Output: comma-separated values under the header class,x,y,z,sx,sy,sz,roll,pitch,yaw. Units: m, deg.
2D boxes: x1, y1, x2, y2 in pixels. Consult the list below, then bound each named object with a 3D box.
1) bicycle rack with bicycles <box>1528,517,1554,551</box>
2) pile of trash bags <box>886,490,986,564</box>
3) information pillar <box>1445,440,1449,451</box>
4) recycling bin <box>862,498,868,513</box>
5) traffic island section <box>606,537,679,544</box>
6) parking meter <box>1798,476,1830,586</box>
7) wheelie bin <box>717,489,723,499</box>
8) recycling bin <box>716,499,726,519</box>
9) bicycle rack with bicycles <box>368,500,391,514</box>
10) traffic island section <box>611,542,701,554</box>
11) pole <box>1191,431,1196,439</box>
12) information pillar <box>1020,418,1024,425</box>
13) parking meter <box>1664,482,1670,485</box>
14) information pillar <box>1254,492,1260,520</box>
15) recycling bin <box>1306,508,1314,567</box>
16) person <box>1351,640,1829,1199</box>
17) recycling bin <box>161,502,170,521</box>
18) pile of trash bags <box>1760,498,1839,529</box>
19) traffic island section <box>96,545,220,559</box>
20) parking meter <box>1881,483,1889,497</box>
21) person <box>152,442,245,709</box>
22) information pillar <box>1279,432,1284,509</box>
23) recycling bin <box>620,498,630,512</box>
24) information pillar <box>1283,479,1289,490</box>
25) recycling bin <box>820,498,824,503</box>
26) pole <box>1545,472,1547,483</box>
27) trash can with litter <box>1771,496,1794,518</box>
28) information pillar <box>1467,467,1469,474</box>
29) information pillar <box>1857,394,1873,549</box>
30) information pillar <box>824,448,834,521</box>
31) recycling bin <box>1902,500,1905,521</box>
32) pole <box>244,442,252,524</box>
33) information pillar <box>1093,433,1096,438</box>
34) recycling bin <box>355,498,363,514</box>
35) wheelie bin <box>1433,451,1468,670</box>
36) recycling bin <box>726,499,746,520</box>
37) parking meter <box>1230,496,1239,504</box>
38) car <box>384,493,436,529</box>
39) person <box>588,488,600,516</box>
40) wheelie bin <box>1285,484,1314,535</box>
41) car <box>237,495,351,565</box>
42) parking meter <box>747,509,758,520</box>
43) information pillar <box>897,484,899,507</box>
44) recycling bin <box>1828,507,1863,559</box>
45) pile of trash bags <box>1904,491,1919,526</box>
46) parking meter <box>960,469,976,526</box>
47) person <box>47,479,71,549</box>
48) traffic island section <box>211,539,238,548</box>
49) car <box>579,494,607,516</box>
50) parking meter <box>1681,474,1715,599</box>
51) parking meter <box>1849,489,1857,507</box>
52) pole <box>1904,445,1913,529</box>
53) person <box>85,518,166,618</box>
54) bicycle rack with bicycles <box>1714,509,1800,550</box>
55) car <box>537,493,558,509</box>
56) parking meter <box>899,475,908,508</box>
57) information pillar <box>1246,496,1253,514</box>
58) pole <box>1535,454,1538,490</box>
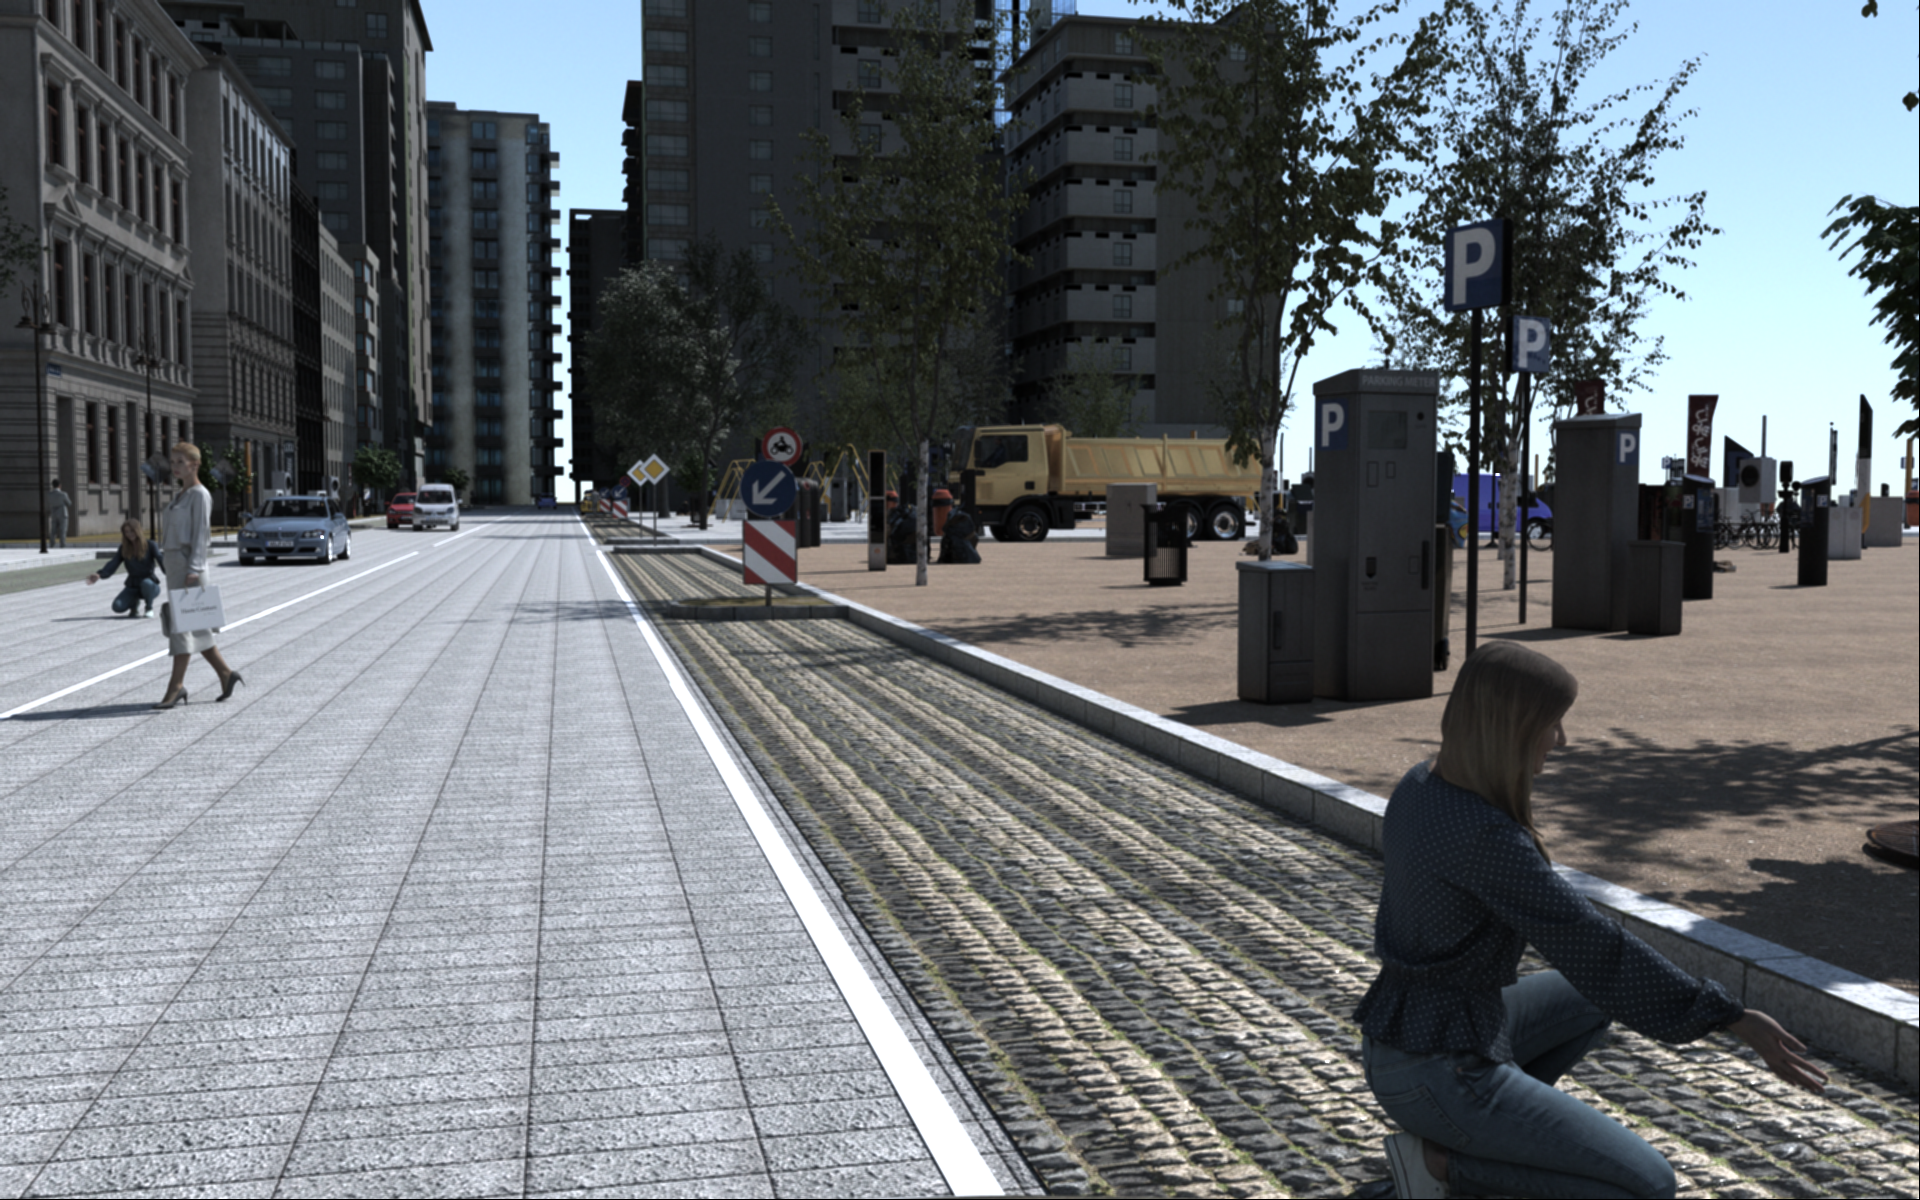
class,x,y,z,sx,sy,sz,roll,pitch,yaw
bicycle rack with bicycles,14.678,-1.573,39.095,2.925,0.926,2.852,3,5,41
pile of trash bags,-0.480,-1.436,33.233,1.912,1.369,3.447,0,4,4
information pillar,21.144,-5.120,75.068,0.183,3.616,0.504,3,5,45
recycling bin,-6.319,-6.517,119.106,0.722,1.027,0.722,-2,4,-28
traffic island section,-9.218,-1.706,50.169,2.009,0.180,2.903,-1,4,-13
parking meter,11.994,-0.974,24.329,0.372,1.533,0.369,0,3,0
wheelie bin,-15.798,-6.366,111.994,0.980,1.594,0.693,2,4,31
recycling bin,-11.968,-4.633,88.307,0.722,1.027,0.722,2,4,31
bicycle rack with bicycles,-38.059,-6.141,113.780,2.852,0.926,2.925,-1,4,-17
traffic island section,-7.439,-1.230,42.384,2.009,0.180,2.903,-1,4,-13
pole,7.510,-3.787,55.768,0.158,3.312,0.155,0,3,0
information pillar,1.925,-3.806,53.576,0.183,3.616,0.504,1,4,10
parking meter,34.541,-4.818,84.485,0.255,1.863,0.399,-2,4,-28
information pillar,14.860,-5.015,86.484,0.304,2.012,0.304,1,4,22
recycling bin,5.636,-0.809,25.787,0.722,1.027,0.722,3,5,39
person,1.150,0.643,3.485,0.738,1.151,1.012,0,4,3
recycling bin,-24.994,-2.620,55.390,0.722,1.027,0.722,1,4,16
pile of trash bags,30.726,-3.294,63.617,1.912,1.369,3.447,-1,4,-20
traffic island section,-18.448,-1.077,39.883,2.009,0.180,2.903,-1,4,-13
parking meter,50.986,-5.491,95.489,0.399,1.863,0.255,-2,4,-33
person,-5.174,-0.176,11.735,0.624,1.780,0.694,-2,4,-31
information pillar,12.162,-4.536,65.523,0.183,3.616,0.504,1,4,15
recycling bin,-23.664,-6.712,122.297,0.722,1.027,0.722,-1,4,-11
information pillar,16.346,-5.036,86.838,0.304,2.012,0.304,1,4,9
recycling bin,-8.648,-5.804,107.447,0.722,1.027,0.722,-1,4,-10
pole,46.169,-8.724,136.483,0.158,3.312,0.155,0,3,0
trash can with litter,45.015,-5.126,94.864,1.678,1.210,2.233,-3,5,-43
information pillar,38.039,-8.425,129.103,0.504,3.616,0.183,0,4,-5
information pillar,21.079,-2.999,40.383,0.183,3.616,0.504,0,4,2
information pillar,-6.194,-5.557,82.208,0.504,3.616,0.183,0,4,2
recycling bin,42.636,-3.975,77.553,0.722,1.027,0.722,-1,4,-13
pole,-27.718,-4.503,67.459,0.158,3.312,0.155,0,3,0
information pillar,5.253,-4.636,67.156,0.183,3.616,0.504,1,4,16
recycling bin,-37.805,-5.905,109.105,0.722,1.027,0.722,-3,4,-36
wheelie bin,3.308,-0.306,12.904,0.980,1.594,0.693,1,4,21
recycling bin,-10.886,-4.415,84.744,0.722,1.027,0.722,-1,4,-19
parking meter,12.056,-4.140,76.100,0.372,1.533,0.369,0,3,0
car,-22.918,-3.877,72.423,2.155,1.783,4.494,-1,4,-14
person,-22.889,-6.104,108.422,0.709,1.813,0.853,-3,5,-40
wheelie bin,10.662,-2.845,54.430,0.980,1.594,0.693,-1,4,-18
car,-13.965,-1.499,36.503,2.014,1.417,4.499,-1,4,-12
parking meter,-6.822,-3.135,56.973,0.399,1.863,0.255,-1,4,-22
information pillar,-3.690,-6.322,107.863,0.304,2.012,0.304,3,5,43
recycling bin,17.334,-1.330,34.295,0.722,1.027,0.722,0,4,1
pile of trash bags,26.052,-2.175,45.319,3.447,1.369,1.912,-1,4,-23
parking meter,0.179,-2.144,40.762,0.255,1.863,0.399,-2,4,-25
person,-21.903,-2.047,42.157,0.511,1.800,0.466,-1,4,-8
traffic island section,-20.227,-1.553,47.668,2.009,0.180,2.903,-1,4,-13
car,-24.626,-6.499,116.488,2.015,1.641,3.980,-1,4,-11
parking meter,9.043,-0.784,21.236,0.372,1.533,0.369,0,3,0
parking meter,46.502,-4.999,90.138,0.372,1.533,0.369,0,3,0
pole,34.904,-4.274,63.727,0.158,3.312,0.155,0,3,0
person,-9.489,-0.374,20.111,1.012,1.151,0.738,0,4,-5
bicycle rack with bicycles,18.602,-1.682,40.880,2.925,0.926,2.852,0,4,1
car,-39.101,-9.445,164.018,1.945,1.707,3.694,-1,4,-14
parking meter,-1.763,-2.966,54.207,0.255,1.863,0.399,0,4,-5
information pillar,18.371,-7.241,109.741,0.504,3.616,0.183,2,4,27
pole,29.392,-5.780,88.350,0.158,3.312,0.155,0,3,0
